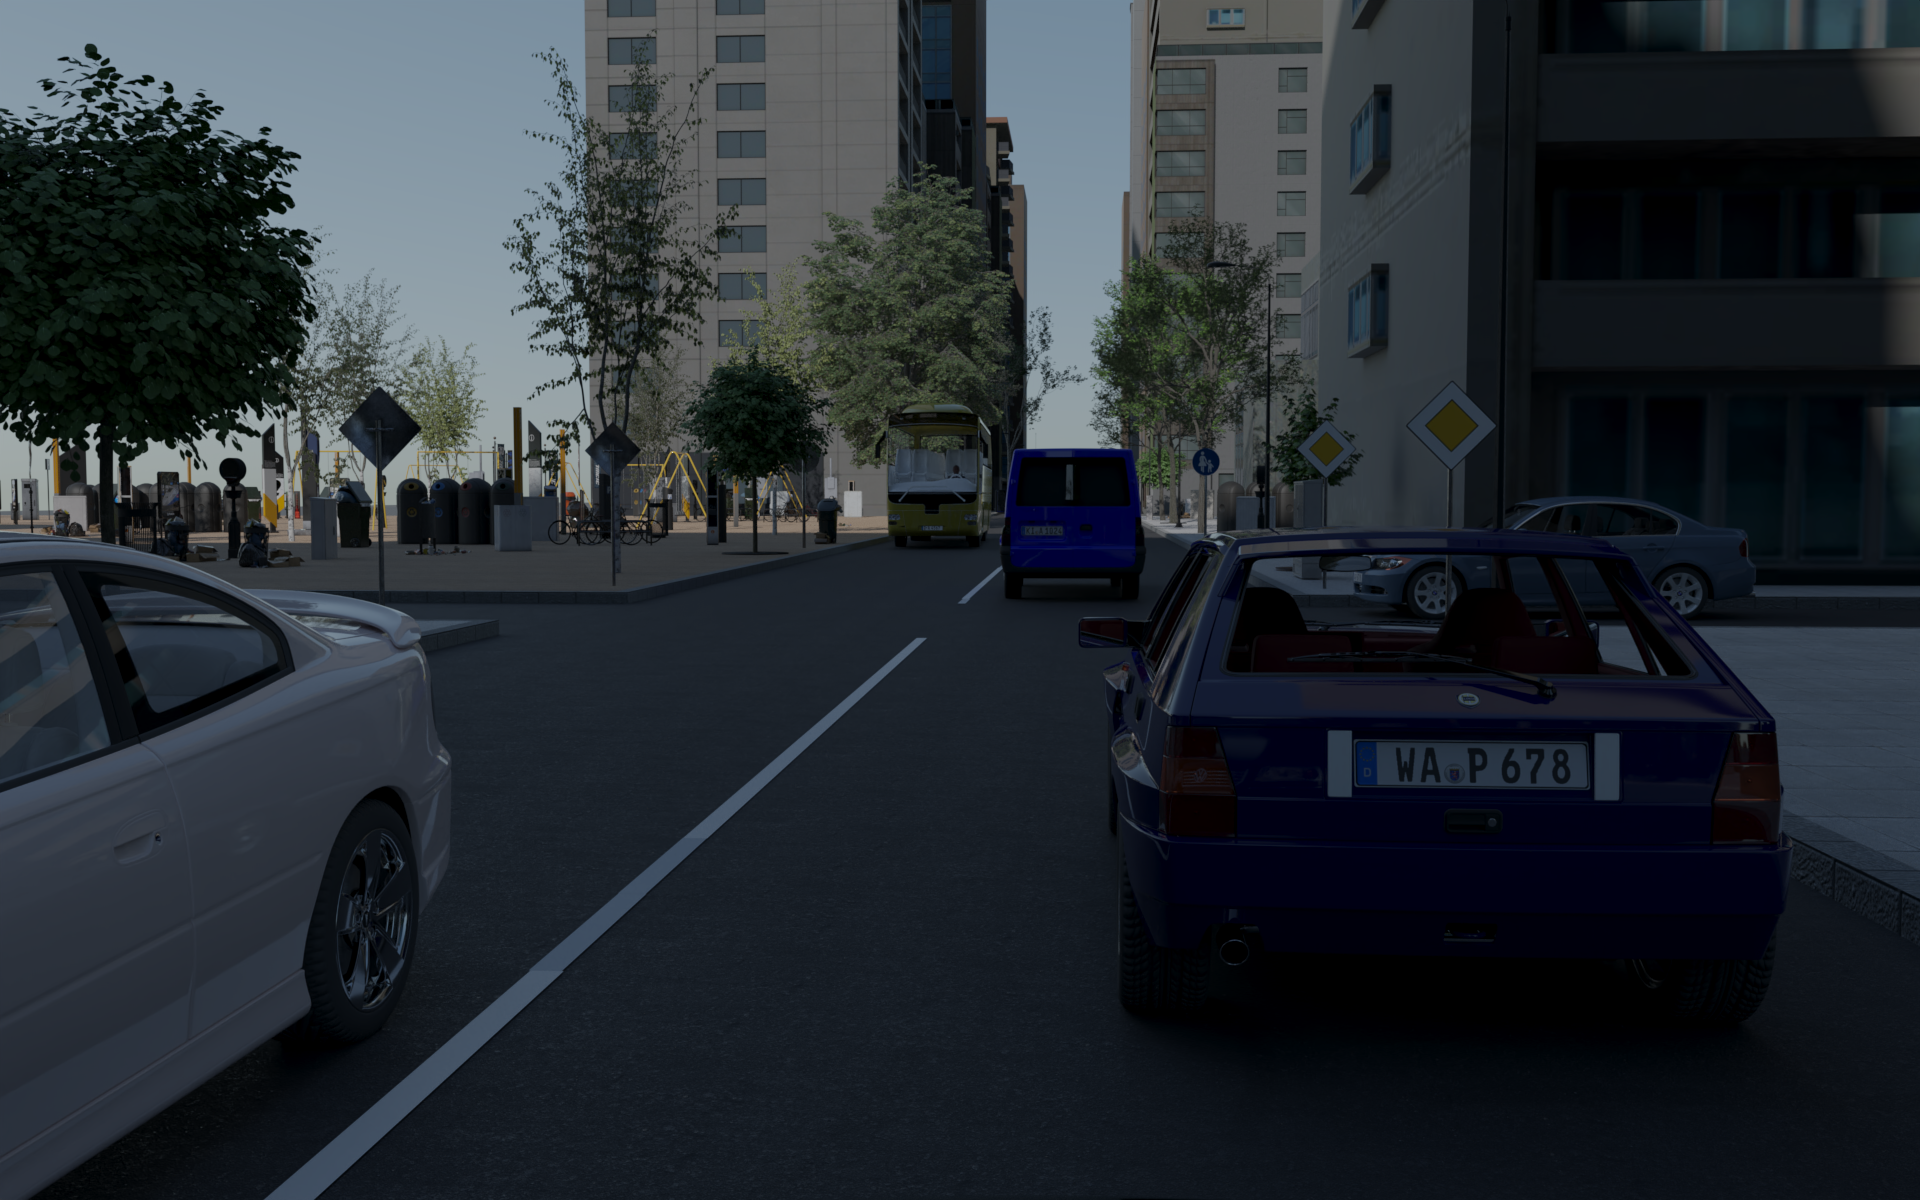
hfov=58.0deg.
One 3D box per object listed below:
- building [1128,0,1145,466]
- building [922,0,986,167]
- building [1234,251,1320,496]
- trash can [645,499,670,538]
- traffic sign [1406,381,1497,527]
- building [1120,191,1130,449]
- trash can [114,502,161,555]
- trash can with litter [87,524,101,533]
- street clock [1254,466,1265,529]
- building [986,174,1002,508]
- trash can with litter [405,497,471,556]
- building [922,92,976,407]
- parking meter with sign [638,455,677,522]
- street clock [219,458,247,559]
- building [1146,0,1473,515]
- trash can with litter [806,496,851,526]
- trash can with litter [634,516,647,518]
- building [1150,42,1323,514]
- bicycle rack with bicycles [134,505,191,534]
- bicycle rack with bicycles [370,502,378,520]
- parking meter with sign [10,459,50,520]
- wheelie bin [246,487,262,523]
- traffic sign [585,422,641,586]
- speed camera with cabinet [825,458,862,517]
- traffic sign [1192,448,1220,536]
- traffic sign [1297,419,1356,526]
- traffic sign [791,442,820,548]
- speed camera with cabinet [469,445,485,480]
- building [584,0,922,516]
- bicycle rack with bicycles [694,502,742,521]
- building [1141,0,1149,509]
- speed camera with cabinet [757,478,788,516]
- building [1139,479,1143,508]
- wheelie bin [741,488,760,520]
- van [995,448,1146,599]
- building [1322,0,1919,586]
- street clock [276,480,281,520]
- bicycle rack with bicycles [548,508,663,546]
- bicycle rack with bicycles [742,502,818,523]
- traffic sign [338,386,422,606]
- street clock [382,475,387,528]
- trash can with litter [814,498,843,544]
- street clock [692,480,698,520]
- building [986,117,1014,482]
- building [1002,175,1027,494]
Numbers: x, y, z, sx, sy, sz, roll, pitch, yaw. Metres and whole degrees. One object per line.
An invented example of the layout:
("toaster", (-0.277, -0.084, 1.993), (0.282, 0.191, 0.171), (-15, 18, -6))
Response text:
("building", (29.756, -40.030, 196.493), (21.231, 58.520, 28.212), (0, 4, 4))
("building", (-5.150, -30.048, 141.398), (14.600, 45.320, 14.200), (0, 4, 4))
("building", (24.860, -46.632, 75.110), (22.319, 86.520, 31.000), (0, 4, 4))
("trash can", (-8.833, -2.384, 50.633), (0.748, 1.137, 0.748), (0, 3, 0))
("traffic sign", (4.362, -0.722, 15.440), (0.795, 2.450, 0.064), (0, 4, 4))
("building", (30.160, -36.611, 248.700), (14.600, 45.320, 14.200), (0, 4, 4))
("trash can", (-14.278, -1.127, 30.080), (0.748, 1.137, 0.748), (0, 3, 0))
("trash can with litter", (-28.492, -2.828, 57.618), (1.055, 1.170, 0.624), (0, 4, -5))
("street clock", (7.670, -2.419, 44.117), (0.358, 2.002, 0.471), (0, 4, 8))
("building", (-3.555, -23.498, 155.901), (14.160, 30.474, 14.107), (0, 4, 4))
("trash can with litter", (-11.125, -1.600, 37.211), (1.678, 1.210, 2.233), (1, 4, 16))
("building", (-6.249, -21.757, 127.428), (14.160, 30.474, 14.107), (0, 4, 4))
("parking meter with sign", (-13.654, -5.014, 78.233), (1.738, 3.016, 0.543), (-1, 4, -10))
("street clock", (-14.467, -1.831, 34.502), (0.471, 2.002, 0.358), (1, 4, 12))
("building", (25.392, -31.072, 131.725), (21.300, 48.544, 21.600), (0, 4, 4))
("trash can with litter", (-5.101, -3.574, 69.499), (1.678, 1.210, 2.233), (-2, 4, -25))
("trash can with litter", (-16.624, -5.097, 94.400), (2.233, 1.210, 1.678), (0, 4, 5))
("building", (19.680, -20.986, 114.820), (14.160, 30.474, 14.107), (0, 4, 4))
("bicycle rack with bicycles", (-26.075, -2.599, 55.877), (2.852, 0.926, 2.925), (-1, 4, -8))
("bicycle rack with bicycles", (-30.592, -4.528, 87.407), (2.852, 0.926, 2.925), (-1, 4, -21))
("parking meter with sign", (-45.808, -5.446, 85.298), (1.738, 3.016, 0.543), (-1, 4, -14))
("wheelie bin", (-30.172, -4.016, 73.566), (0.693, 1.594, 0.980), (3, 5, 42))
("traffic sign", (-4.831, -1.253, 24.127), (0.795, 2.450, 0.064), (0, 4, 4))
("speed camera with cabinet", (-6.448, -6.201, 95.717), (2.038, 3.252, 0.660), (0, 4, -5))
("traffic sign", (6.819, -2.933, 48.057), (0.768, 2.556, 0.104), (1, 4, 11))
("traffic sign", (4.937, -1.209, 23.404), (0.795, 2.450, 0.064), (0, 4, 4))
("traffic sign", (-3.711, -2.511, 41.159), (0.768, 2.556, 0.104), (1, 4, 10))
("speed camera with cabinet", (-19.588, -4.643, 70.246), (0.660, 3.252, 2.038), (-1, 4, -13))
("building", (-10.797, -41.033, 109.141), (20.563, 71.187, 20.611), (0, 4, 4))
("bicycle rack with bicycles", (-10.816, -4.195, 81.972), (2.925, 0.926, 2.852), (1, 4, 13))
("building", (22.783, -30.570, 149.923), (14.600, 45.320, 14.200), (0, 4, 4))
("speed camera with cabinet", (-10.875, -6.439, 99.609), (2.038, 3.252, 0.660), (-2, 4, -31))
("building", (24.118, -29.389, 164.105), (14.154, 41.232, 14.086), (0, 4, 4))
("wheelie bin", (-10.525, -4.835, 86.959), (0.980, 1.594, 0.693), (-1, 4, -10))
("van", (1.601, -1.284, 25.381), (2.240, 2.365, 5.245), (0, 4, 2))
("building", (18.093, -24.972, 31.991), (21.600, 48.544, 21.300), (0, 4, 4))
("street clock", (-34.474, -5.061, 87.310), (0.471, 2.002, 0.358), (-2, 4, -35))
("bicycle rack with bicycles", (-8.941, -1.864, 43.861), (2.925, 0.926, 2.852), (-1, 4, -13))
("bicycle rack with bicycles", (-7.763, -4.004, 78.843), (2.925, 0.926, 2.852), (2, 4, 28))
("traffic sign", (-5.405, -0.766, 16.162), (0.795, 2.450, 0.064), (0, 4, 4))
("street clock", (-21.873, -3.730, 65.561), (0.358, 2.002, 0.471), (0, 3, 0))
("trash can with litter", (-3.406, -2.031, 44.589), (0.624, 1.170, 1.055), (0, 4, 8))
("street clock", (-13.306, -5.043, 87.028), (0.358, 2.002, 0.471), (-1, 4, -13))
("building", (-5.166, -33.240, 198.099), (22.147, 44.769, 28.867), (0, 4, 4))
("building", (2.317, -36.339, 244.248), (14.600, 45.320, 14.200), (0, 4, 4))
